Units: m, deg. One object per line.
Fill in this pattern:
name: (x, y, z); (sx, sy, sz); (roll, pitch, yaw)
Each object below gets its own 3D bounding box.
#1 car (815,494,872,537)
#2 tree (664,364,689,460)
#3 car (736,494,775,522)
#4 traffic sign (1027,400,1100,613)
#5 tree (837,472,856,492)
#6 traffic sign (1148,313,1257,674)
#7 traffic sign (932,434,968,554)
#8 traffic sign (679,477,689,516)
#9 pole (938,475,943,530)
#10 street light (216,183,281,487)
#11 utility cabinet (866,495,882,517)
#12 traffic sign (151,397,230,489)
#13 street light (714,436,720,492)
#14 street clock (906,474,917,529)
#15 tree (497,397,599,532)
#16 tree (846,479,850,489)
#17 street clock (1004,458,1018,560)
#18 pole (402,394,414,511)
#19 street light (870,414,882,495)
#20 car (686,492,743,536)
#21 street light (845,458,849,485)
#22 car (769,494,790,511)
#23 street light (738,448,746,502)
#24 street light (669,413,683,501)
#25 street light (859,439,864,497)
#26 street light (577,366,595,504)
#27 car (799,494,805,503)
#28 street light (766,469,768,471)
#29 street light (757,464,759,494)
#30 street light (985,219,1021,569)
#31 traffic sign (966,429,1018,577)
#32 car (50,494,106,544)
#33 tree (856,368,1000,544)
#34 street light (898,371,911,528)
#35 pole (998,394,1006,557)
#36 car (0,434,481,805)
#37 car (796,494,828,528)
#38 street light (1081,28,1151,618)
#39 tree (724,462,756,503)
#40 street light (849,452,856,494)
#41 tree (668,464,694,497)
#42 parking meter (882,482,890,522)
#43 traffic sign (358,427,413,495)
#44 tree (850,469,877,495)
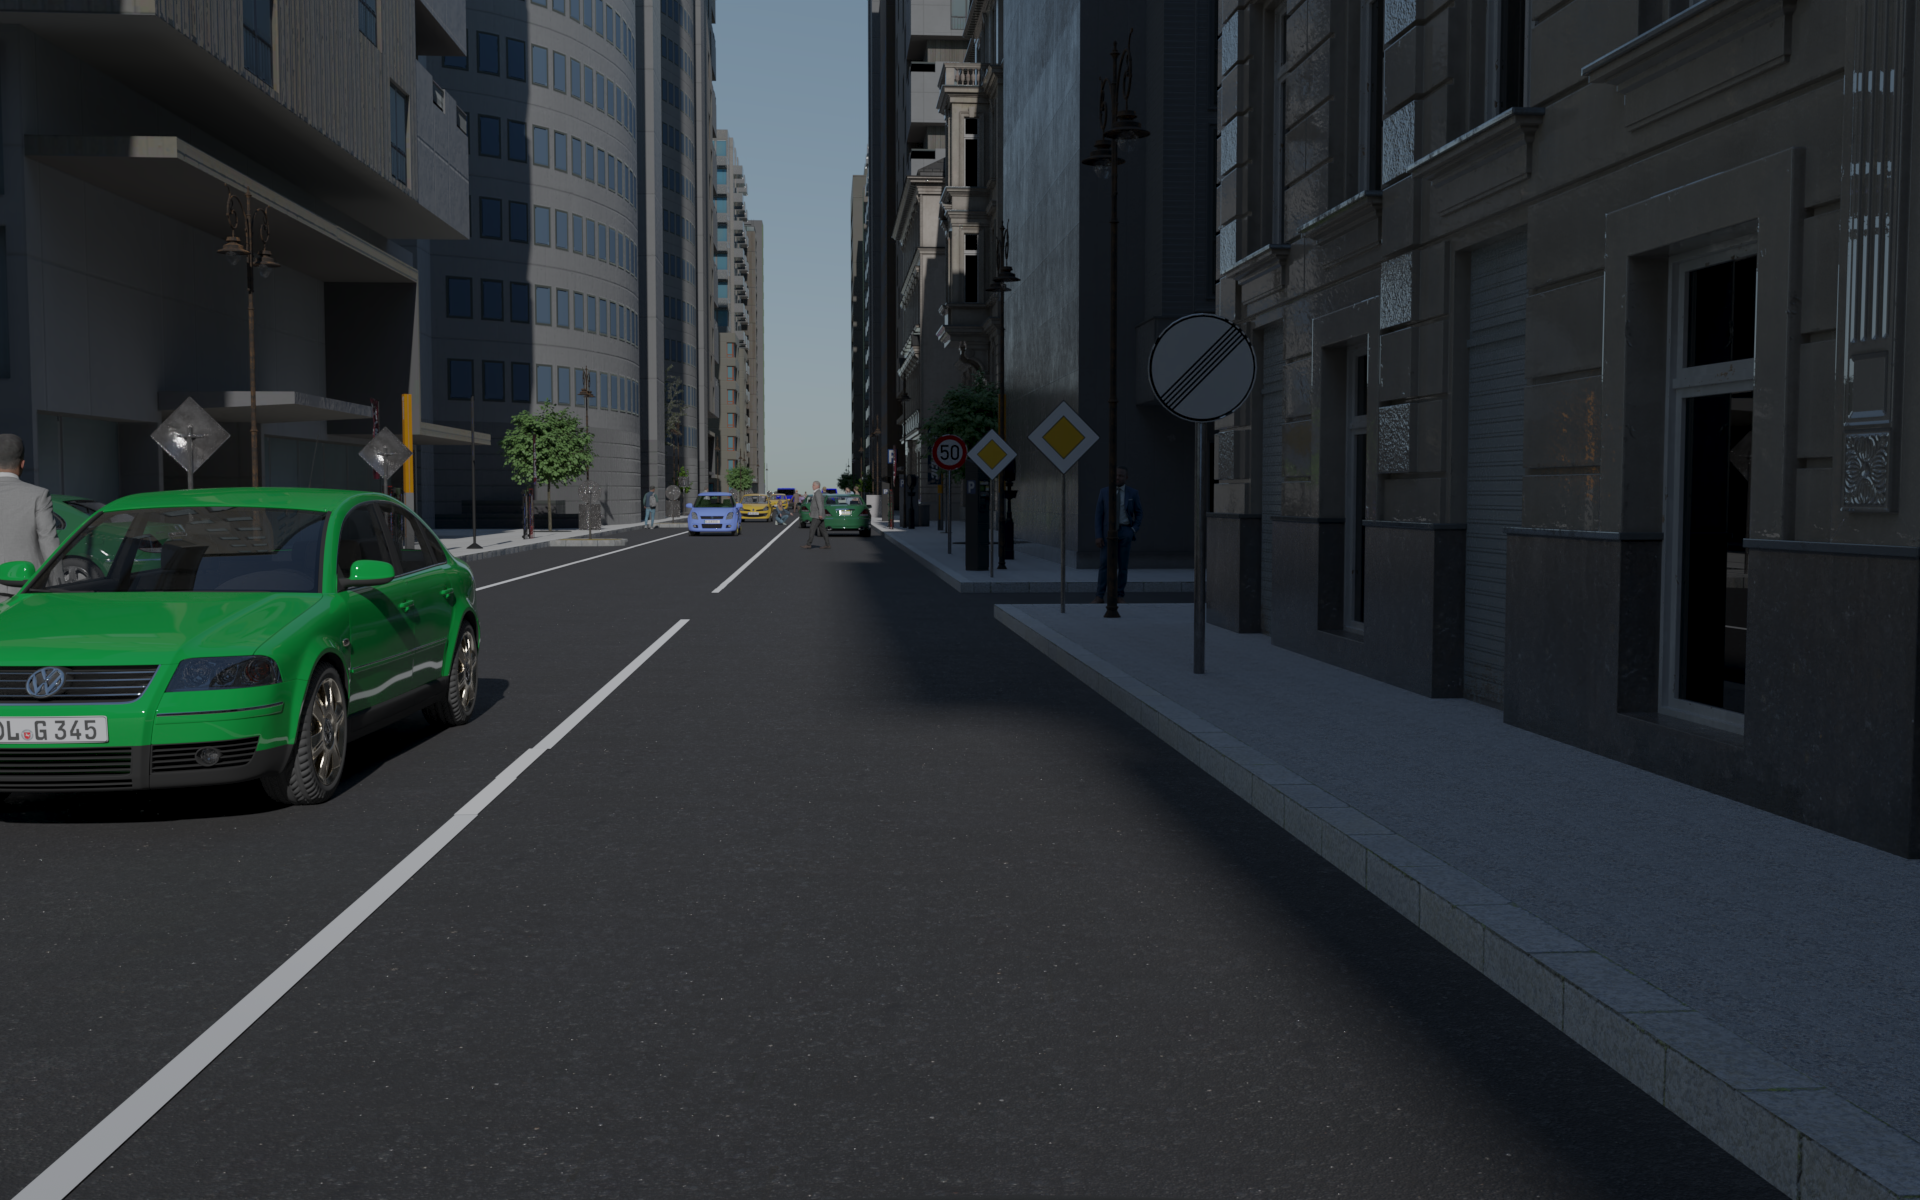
car: (-4.047, -2.920, 59.535); (2.131, 1.459, 4.920); (0, 4, -6)
tree: (-16.660, -8.779, 93.894); (4.360, 8.622, 3.978); (0, 3, 0)
car: (-10.497, -4.810, 88.873); (2.015, 1.641, 3.980); (0, 4, -4)
traffic sign: (1.108, -0.917, 18.629); (0.795, 2.450, 0.064); (0, 4, -4)
tree: (-14.719, -14.997, 228.915); (4.285, 4.588, 4.351); (0, 3, 0)
traffic sign: (1.710, -0.746, 12.308); (0.768, 2.556, 0.104); (0, 4, 2)
traffic sign: (-0.222, -2.261, 37.072); (0.768, 2.556, 0.104); (0, 4, -3)
traffic sign: (-16.082, -6.043, 100.940); (0.606, 2.300, 0.079); (0, 4, 4)
pole: (-0.686, -4.106, 60.981); (0.158, 3.312, 0.155); (0, 3, 0)
street light: (-10.684, -3.265, 26.170); (0.468, 5.910, 1.993); (0, 4, -4)
utility cabinet: (-4.638, -5.153, 95.405); (1.020, 1.237, 0.306); (0, 4, -3)
traffic sign: (-7.960, -0.875, 17.947); (0.795, 2.450, 0.064); (0, 4, -4)
street light: (-19.364, -10.132, 138.447); (0.468, 5.910, 1.993); (0, 4, -4)
street clock: (-1.774, -3.601, 63.451); (0.358, 2.002, 0.471); (-2, 4, -24)
tree: (-13.969, -4.591, 58.784); (4.285, 4.588, 4.351); (0, 3, 0)
tree: (-12.445, -12.430, 197.837); (1.663, 3.219, 1.824); (0, 3, 0)
street clock: (0.963, -1.790, 33.841); (0.358, 2.002, 0.471); (0, 4, 6)
pole: (-11.293, -2.545, 35.449); (0.158, 3.312, 0.155); (0, 3, 0)
street light: (-4.793, -7.819, 100.633); (0.468, 5.910, 1.993); (0, 4, -4)
car: (-8.472, -3.079, 59.925); (1.945, 1.707, 3.694); (0, 4, -5)
street light: (-14.391, -15.356, 223.852); (0.468, 5.910, 1.993); (0, 4, -4)
car: (-15.429, -8.373, 147.119); (2.015, 1.641, 3.980); (0, 4, -4)
street light: (-22.024, -12.306, 173.991); (0.468, 5.910, 1.993); (0, 4, -4)
street light: (-16.286, -7.699, 98.669); (0.468, 5.910, 1.993); (0, 4, -4)
street light: (-8.086, -10.346, 141.947); (0.468, 5.910, 1.993); (0, 4, -4)
street light: (-13.437, -5.484, 62.449); (0.468, 5.910, 1.993); (0, 4, -4)
car: (-22.783, -14.212, 244.364); (2.014, 1.417, 4.499); (0, 4, -4)
street light: (-28.639, -17.383, 256.993); (0.468, 5.910, 1.993); (0, 4, -4)
street light: (-25.718, -15.162, 220.684); (0.468, 5.910, 1.993); (0, 4, -4)
street light: (0.717, -3.464, 29.421); (0.468, 5.910, 1.993); (0, 4, -4)
traffic sign: (0.489, -1.404, 26.591); (0.795, 2.450, 0.064); (0, 4, -4)
car: (-12.281, -0.617, 21.884); (4.920, 1.459, 2.131); (0, 4, -5)
tree: (0.448, -3.730, 44.705); (4.285, 4.588, 4.351); (0, 3, 0)
street light: (-2.080, -5.646, 65.093); (0.468, 5.910, 1.993); (0, 4, -4)
pole: (0.860, -2.541, 35.394); (0.158, 3.312, 0.155); (0, 3, 0)
car: (-3.868, -0.034, 9.348); (1.959, 1.807, 4.718); (0, 4, -3)
car: (-5.944, -3.808, 74.063); (2.131, 1.459, 4.920); (0, 4, -4)
street light: (1.581, -2.755, 17.830); (0.468, 5.910, 1.993); (0, 4, -4)
tree: (-22.534, -11.862, 177.656); (4.285, 4.588, 4.351); (0, 3, 0)
street light: (-11.569, -13.183, 188.321); (0.468, 5.910, 1.993); (0, 4, -4)
tree: (-17.425, -7.023, 109.427); (1.663, 3.219, 1.824); (0, 3, 0)
parking meter: (-3.458, -4.607, 81.033); (0.399, 1.863, 0.255); (0, 4, 0)
traffic sign: (-8.580, -1.362, 25.908); (0.795, 2.450, 0.064); (0, 4, -4)
tree: (-6.415, -7.879, 123.431); (1.663, 3.219, 1.824); (0, 3, 0)
